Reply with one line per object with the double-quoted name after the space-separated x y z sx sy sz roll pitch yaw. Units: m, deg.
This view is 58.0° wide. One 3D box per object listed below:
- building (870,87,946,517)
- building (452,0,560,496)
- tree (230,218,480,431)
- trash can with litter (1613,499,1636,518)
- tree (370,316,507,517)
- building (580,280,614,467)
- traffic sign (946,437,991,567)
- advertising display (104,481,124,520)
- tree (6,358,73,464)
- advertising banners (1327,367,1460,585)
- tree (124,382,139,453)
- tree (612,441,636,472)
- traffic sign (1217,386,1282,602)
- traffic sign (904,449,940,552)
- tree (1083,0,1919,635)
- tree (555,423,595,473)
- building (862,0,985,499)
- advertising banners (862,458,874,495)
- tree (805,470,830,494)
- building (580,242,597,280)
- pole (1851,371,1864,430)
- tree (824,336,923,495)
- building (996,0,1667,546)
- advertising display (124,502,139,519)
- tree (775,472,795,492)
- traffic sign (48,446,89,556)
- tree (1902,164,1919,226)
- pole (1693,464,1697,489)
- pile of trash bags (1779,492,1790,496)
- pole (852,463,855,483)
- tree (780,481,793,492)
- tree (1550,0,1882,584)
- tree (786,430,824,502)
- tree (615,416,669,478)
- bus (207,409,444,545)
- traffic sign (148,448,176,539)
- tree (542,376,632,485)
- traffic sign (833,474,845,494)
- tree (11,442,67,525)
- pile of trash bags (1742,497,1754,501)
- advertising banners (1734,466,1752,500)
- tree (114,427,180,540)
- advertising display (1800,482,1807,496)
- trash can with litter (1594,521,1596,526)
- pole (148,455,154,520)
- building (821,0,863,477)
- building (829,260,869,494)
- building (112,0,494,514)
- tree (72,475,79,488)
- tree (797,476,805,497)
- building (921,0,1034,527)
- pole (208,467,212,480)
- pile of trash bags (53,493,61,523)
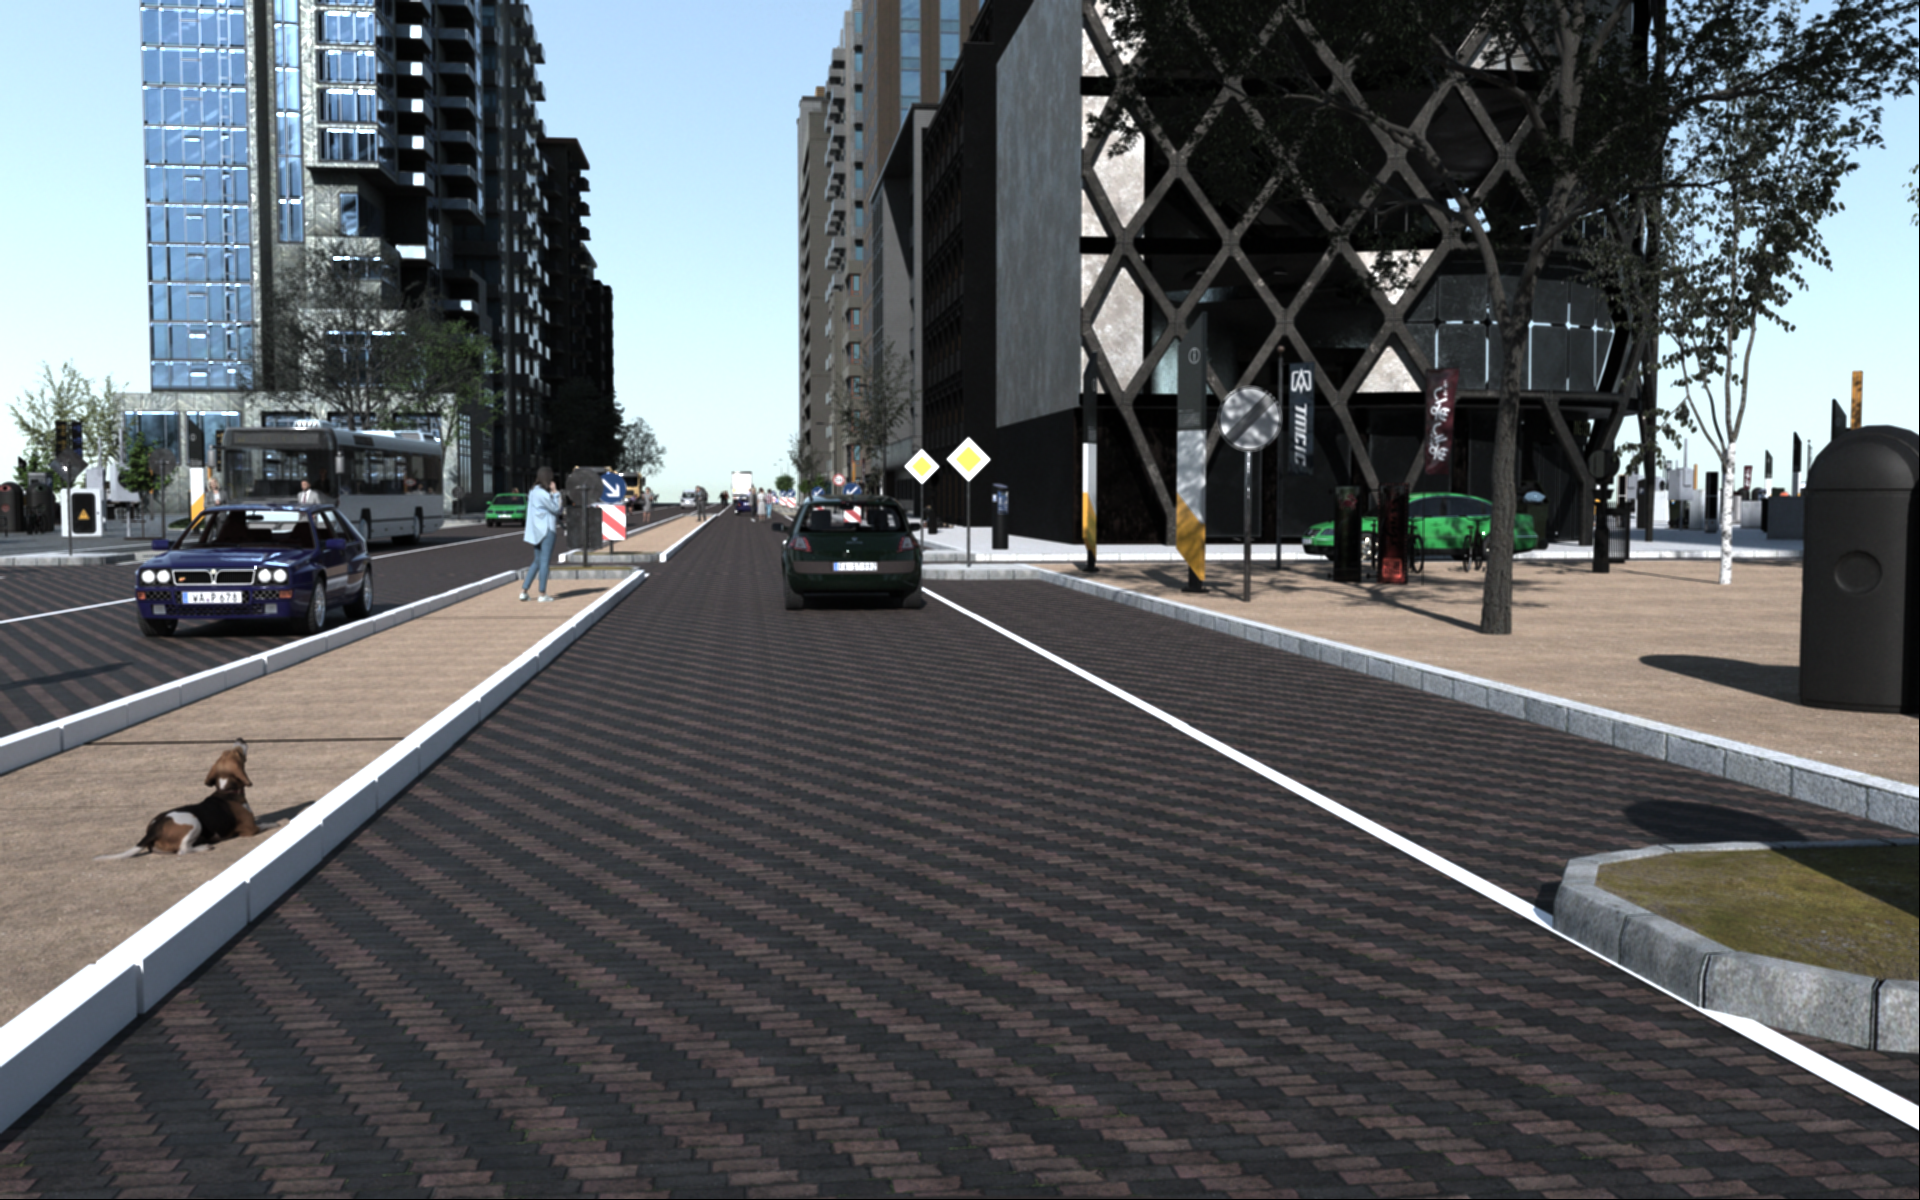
2.996 -17.131 99.161 14.314 24.678 30.058 0 4 -7 "building"
-49.149 -32.758 155.195 23.786 49.044 30.456 0 4 -7 "building"
-26.857 -10.212 77.341 12.009 13.543 11.850 0 3 0 "tree"
36.245 -5.086 94.221 1.678 1.210 2.233 -3 4 -36 "trash can with litter"
-29.436 -10.518 97.727 9.928 11.665 9.643 0 3 0 "tree"
-53.525 -28.014 229.737 14.160 30.474 14.107 0 4 -7 "building"
0.147 -1.632 30.333 0.795 2.450 0.064 0 4 -7 "traffic sign"
-42.739 -5.010 87.128 0.123 1.923 0.974 3 4 36 "advertising display"
-48.262 -8.702 92.644 4.737 8.622 4.395 0 3 0 "tree"
6.142 -1.739 24.618 0.090 3.025 2.074 -3 5 -44 "advertising banners"
-51.914 -9.441 104.730 4.737 8.622 4.395 0 3 0 "tree"
-43.673 -16.567 221.227 4.737 8.622 4.395 0 3 0 "tree"
3.416 -1.250 20.537 0.768 2.556 0.104 0 4 -3 "traffic sign"
-0.843 -2.117 38.257 0.795 2.450 0.064 0 4 -7 "traffic sign"
4.759 -4.948 15.310 8.767 10.594 7.601 2 4 25 "tree"
-38.955 -13.810 176.147 4.360 8.622 3.978 0 3 0 "tree"
0.577 -28.819 121.303 14.600 45.320 14.200 0 4 -7 "building"
-4.450 -5.334 83.404 0.090 3.025 2.074 -1 4 -16 "advertising banners"
-11.145 -8.819 138.791 1.663 3.219 1.824 0 3 0 "tree"
-65.114 -33.963 247.172 32.217 40.220 23.993 0 4 -7 "building"
14.879 -2.138 28.799 0.158 3.312 0.155 0 3 0 "pole"
-3.858 -7.909 79.667 4.360 8.622 3.978 0 3 0 "tree"
10.524 -11.135 49.504 16.811 18.784 16.820 0 4 -7 "building"
-42.382 -5.088 88.405 0.123 1.923 0.974 2 4 30 "advertising display"
-26.458 -17.038 262.286 4.285 4.588 4.351 0 3 0 "tree"
-18.553 -1.984 36.074 0.795 2.450 0.064 0 4 -7 "traffic sign"
15.548 -4.478 23.576 4.737 8.622 4.395 0 3 0 "tree"
50.286 -7.622 118.466 0.158 3.312 0.155 0 3 0 "pole"
39.349 -4.431 82.195 1.912 1.369 3.447 2 4 33 "pile of trash bags"
-6.869 -7.228 112.028 0.158 3.312 0.155 0 3 0 "pole"
-25.385 -15.712 251.489 1.663 3.219 1.824 0 3 0 "tree"
10.855 -4.546 24.687 4.360 8.622 3.978 0 3 0 "tree"
-17.679 -15.005 195.691 4.360 8.622 3.978 0 3 0 "tree"
-50.177 -21.890 268.273 12.009 13.543 11.850 0 3 0 "tree"
-16.178 -3.087 45.332 2.948 3.499 13.247 0 4 -5 "bus"
-21.929 -2.907 47.631 0.768 2.556 0.104 0 4 0 "traffic sign"
-39.838 -17.017 184.877 9.857 13.997 8.962 0 3 0 "tree"
-7.587 -6.632 108.547 0.768 2.556 0.104 0 4 -6 "traffic sign"
-34.578 -4.289 64.722 1.663 3.219 1.824 0 3 0 "tree"
43.192 -5.386 97.819 3.447 1.369 1.912 2 4 29 "pile of trash bags"
47.991 -6.787 107.161 0.090 3.025 2.074 -3 4 -37 "advertising banners"
-23.128 -3.312 48.759 1.663 3.219 1.824 0 3 0 "tree"
46.194 -5.456 94.425 0.974 1.923 0.123 0 4 -7 "advertising display"
24.905 -3.620 70.237 2.233 1.210 1.678 3 4 37 "trash can with litter"
-40.102 -5.628 85.853 0.158 3.312 0.155 0 3 0 "pole"
-1.899 -33.820 172.568 23.786 49.044 30.456 0 4 -7 "building"
3.697 -18.291 144.094 27.650 21.520 28.899 0 4 -7 "building"
-45.165 -49.529 122.477 22.319 86.520 31.000 0 4 -7 "building"
-37.817 -4.794 72.987 1.663 3.219 1.824 0 3 0 "tree"
-16.350 -11.547 183.387 1.663 3.219 1.824 0 3 0 "tree"
5.270 -15.024 75.312 12.332 23.373 15.834 0 4 -7 "building"
-38.779 -5.856 89.589 0.158 3.312 0.155 0 3 0 "pole"
-39.810 -4.124 77.178 1.912 1.369 3.447 0 4 1 "pile of trash bags"
